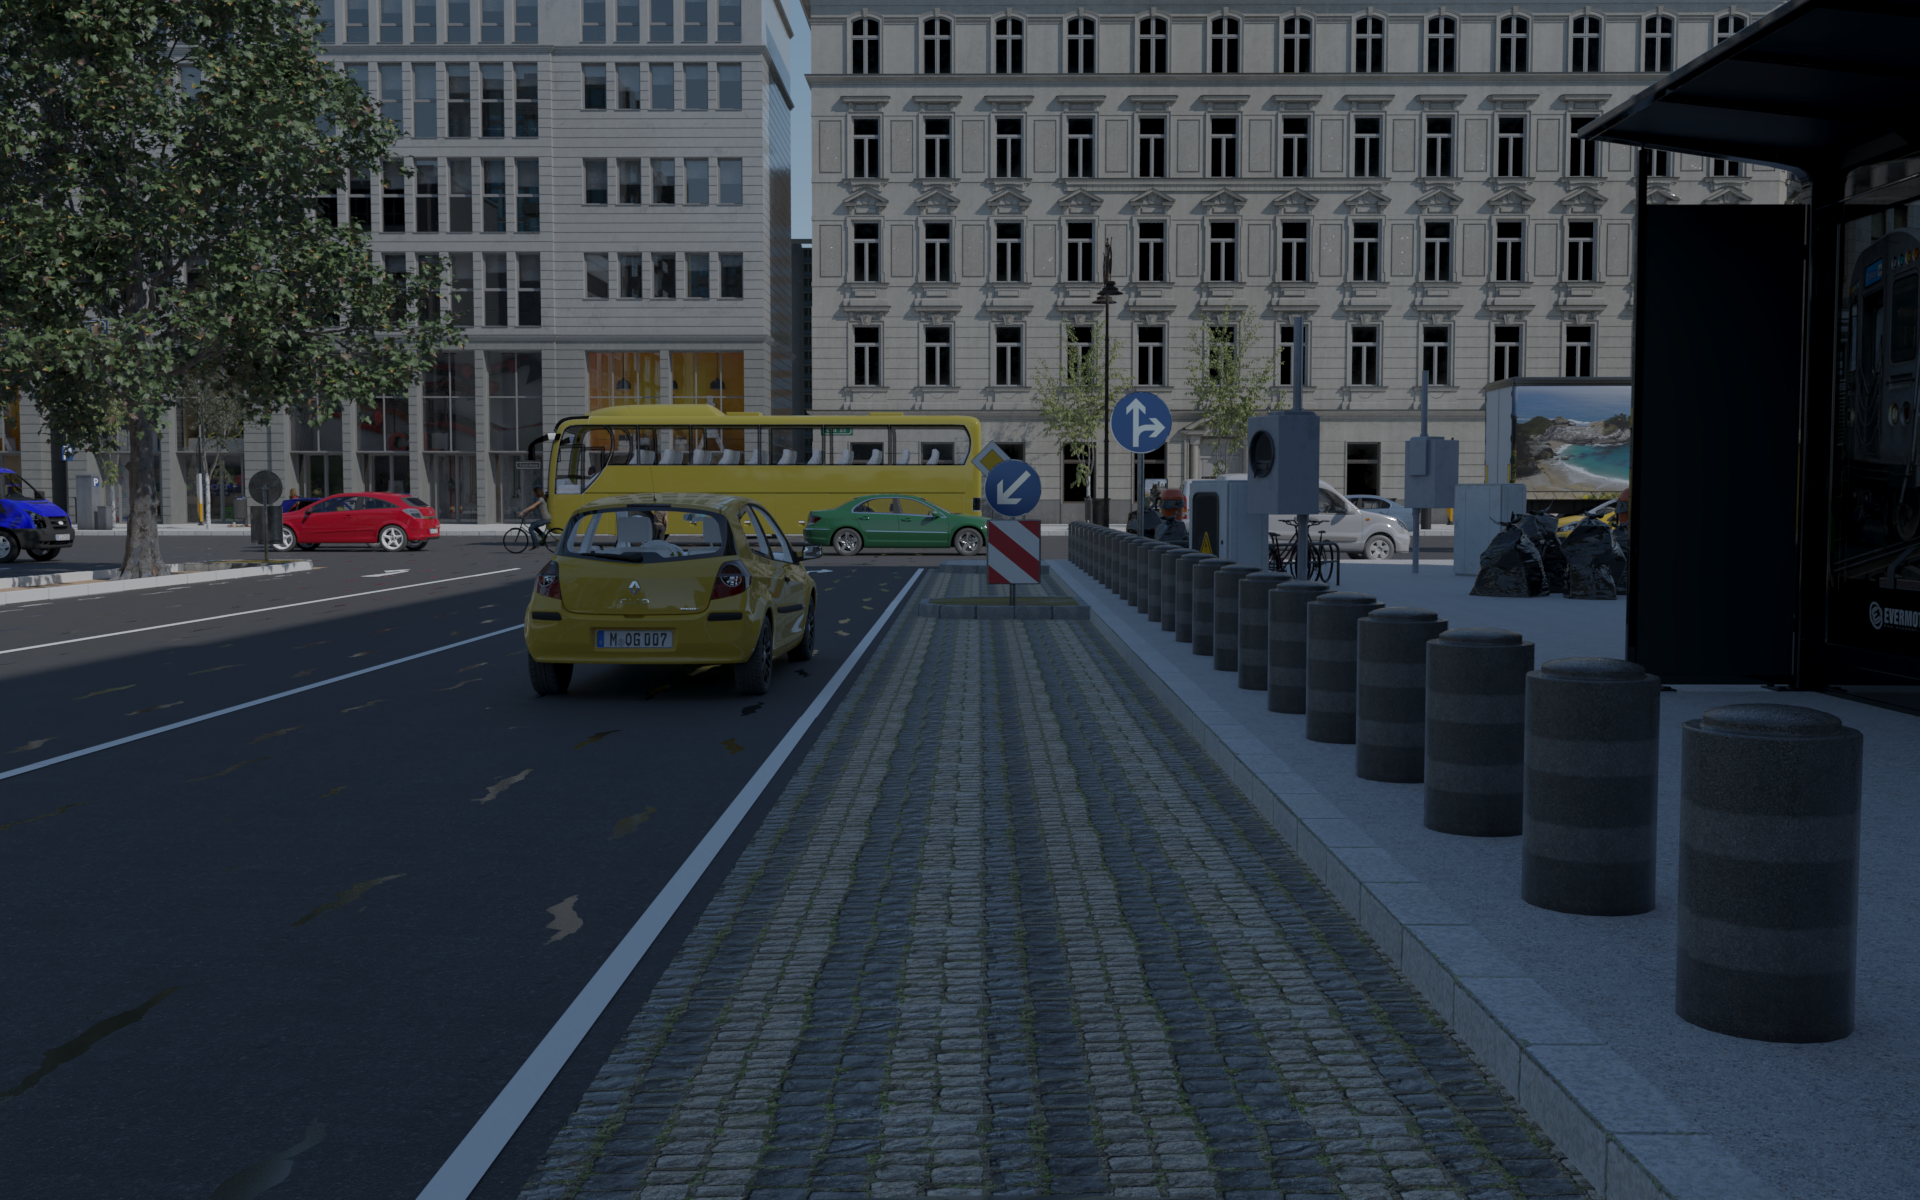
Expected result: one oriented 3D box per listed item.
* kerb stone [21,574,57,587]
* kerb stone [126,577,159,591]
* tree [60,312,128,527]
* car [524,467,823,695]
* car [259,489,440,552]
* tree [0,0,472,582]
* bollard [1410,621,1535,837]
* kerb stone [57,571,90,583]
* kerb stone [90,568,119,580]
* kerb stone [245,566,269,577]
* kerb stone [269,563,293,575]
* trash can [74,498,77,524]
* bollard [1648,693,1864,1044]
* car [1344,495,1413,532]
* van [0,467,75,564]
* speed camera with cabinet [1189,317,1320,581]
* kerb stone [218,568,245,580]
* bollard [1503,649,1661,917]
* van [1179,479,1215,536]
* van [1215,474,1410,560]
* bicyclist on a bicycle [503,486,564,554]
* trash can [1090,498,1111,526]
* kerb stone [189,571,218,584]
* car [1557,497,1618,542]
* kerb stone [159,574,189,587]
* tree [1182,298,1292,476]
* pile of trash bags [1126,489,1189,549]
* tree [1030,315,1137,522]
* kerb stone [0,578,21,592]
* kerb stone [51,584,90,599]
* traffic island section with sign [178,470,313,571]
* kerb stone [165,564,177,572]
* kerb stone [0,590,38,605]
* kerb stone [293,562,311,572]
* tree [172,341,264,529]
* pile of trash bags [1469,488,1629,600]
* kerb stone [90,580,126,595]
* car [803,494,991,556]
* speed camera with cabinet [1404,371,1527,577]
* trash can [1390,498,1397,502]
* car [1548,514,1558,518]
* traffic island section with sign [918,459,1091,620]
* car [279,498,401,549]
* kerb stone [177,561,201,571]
[{"bbox_3d":[-14.484,-0.299,27.078,0.120,0.150,1.000,0,4,1],"label":"kerb stone"},{"bbox_3d":[-12.404,-0.238,26.092,0.120,0.150,1.000,0,4,1],"label":"kerb stone"},{"bbox_3d":[-32.673,-7.078,66.084,4.737,8.622,4.395,0,3,0],"label":"tree"},{"bbox_3d":[-2.161,-0.219,13.802,2.015,1.641,3.980,0,4,2],"label":"car"},{"bbox_3d":[-15.410,-2.109,43.519,4.494,1.783,2.155,0,4,1],"label":"car"},{"bbox_3d":[-13.354,-6.643,28.078,9.611,12.733,9.660,0,3,0],"label":"tree"},{"bbox_3d":[1.991,0.494,6.644,0.404,0.777,0.398,0,3,0],"label":"bollard"},{"bbox_3d":[-14.476,-0.361,28.104,0.120,0.150,1.000,0,4,1],"label":"kerb stone"},{"bbox_3d":[-14.477,-0.419,29.131,0.120,0.150,1.000,0,4,1],"label":"kerb stone"},{"bbox_3d":[-12.364,-0.488,30.221,0.120,0.150,1.000,0,4,1],"label":"kerb stone"},{"bbox_3d":[-12.343,-0.551,31.246,0.120,0.150,1.000,0,4,1],"label":"kerb stone"},{"bbox_3d":[-36.502,-3.698,72.121,0.748,1.137,0.748,0,3,0],"label":"trash can"},{"bbox_3d":[1.963,0.642,4.215,0.404,0.777,0.398,0,3,0],"label":"bollard"},{"bbox_3d":[12.345,-2.652,55.367,4.499,1.417,2.014,0,4,3],"label":"car"},{"bbox_3d":[-21.570,-1.968,36.569,5.245,2.365,2.240,0,3,0],"label":"van"},{"bbox_3d":[3.366,-1.571,20.019,0.660,3.252,2.038,-1,4,-21],"label":"speed camera with cabinet"},{"bbox_3d":[-12.371,-0.428,29.194,0.120,0.150,1.000,0,4,1],"label":"kerb stone"},{"bbox_3d":[1.976,0.568,5.432,0.404,0.777,0.398,0,3,0],"label":"bollard"},{"bbox_3d":[8.076,-2.530,48.380,4.112,2.044,2.013,0,4,1],"label":"van"},{"bbox_3d":[7.185,-1.759,35.777,4.112,2.044,2.013,0,4,-1],"label":"van"},{"bbox_3d":[-10.169,-1.927,41.536,1.625,1.676,1.499,0,4,-1],"label":"bicyclist on a bicycle"},{"bbox_3d":[4.948,-3.010,60.871,0.748,1.137,0.748,0,3,0],"label":"trash can"},{"bbox_3d":[-12.379,-0.364,28.152,0.120,0.150,1.000,0,4,1],"label":"kerb stone"},{"bbox_3d":[15.135,-1.762,39.031,3.980,1.641,2.015,0,4,0],"label":"car"},{"bbox_3d":[-12.395,-0.301,27.121,0.120,0.150,1.000,0,4,1],"label":"kerb stone"},{"bbox_3d":[10.293,-7.087,66.230,4.737,8.622,4.395,0,3,0],"label":"tree"},{"bbox_3d":[3.673,-1.147,28.513,1.912,1.369,3.447,0,4,-2],"label":"pile of trash bags"},{"bbox_3d":[5.003,-7.348,70.498,4.737,8.622,4.395,0,3,0],"label":"tree"},{"bbox_3d":[-14.501,-0.236,26.052,0.120,0.150,1.000,0,4,1],"label":"kerb stone"},{"bbox_3d":[-12.421,-0.111,24.026,0.120,0.150,1.000,0,4,1],"label":"kerb stone"},{"bbox_3d":[-13.376,-1.506,32.760,2.006,1.907,1.989,0,4,1],"label":"traffic island section with sign"},{"bbox_3d":[-14.444,-0.550,31.186,0.120,0.150,1.000,0,4,1],"label":"kerb stone"},{"bbox_3d":[-12.437,-0.049,22.994,0.120,0.150,1.000,0,4,1],"label":"kerb stone"},{"bbox_3d":[-12.343,-0.617,32.279,0.120,0.150,1.000,0,4,1],"label":"kerb stone"},{"bbox_3d":[-27.064,-6.872,62.719,4.360,8.622,3.978,0,3,0],"label":"tree"},{"bbox_3d":[8.174,-0.780,22.507,1.912,1.369,3.447,3,5,44],"label":"pile of trash bags"},{"bbox_3d":[-12.410,-0.175,25.057,0.120,0.150,1.000,0,4,1],"label":"kerb stone"},{"bbox_3d":[-1.250,-1.782,40.933,4.920,1.459,2.131,0,3,0],"label":"car"},{"bbox_3d":[7.973,-2.020,27.358,0.660,3.252,2.038,-2,4,-32],"label":"speed camera with cabinet"},{"bbox_3d":[15.545,-3.147,63.100,0.748,1.137,0.748,0,3,0],"label":"trash can"},{"bbox_3d":[17.865,-2.107,46.812,4.827,1.381,2.083,0,4,1],"label":"car"},{"bbox_3d":[0.509,-0.731,20.575,1.989,1.847,2.006,0,4,1],"label":"traffic island section with sign"},{"bbox_3d":[-16.534,-2.065,46.342,3.894,1.354,1.945,0,4,1],"label":"car"},{"bbox_3d":[-14.434,-0.606,32.212,0.120,0.150,1.000,0,4,1],"label":"kerb stone"}]
